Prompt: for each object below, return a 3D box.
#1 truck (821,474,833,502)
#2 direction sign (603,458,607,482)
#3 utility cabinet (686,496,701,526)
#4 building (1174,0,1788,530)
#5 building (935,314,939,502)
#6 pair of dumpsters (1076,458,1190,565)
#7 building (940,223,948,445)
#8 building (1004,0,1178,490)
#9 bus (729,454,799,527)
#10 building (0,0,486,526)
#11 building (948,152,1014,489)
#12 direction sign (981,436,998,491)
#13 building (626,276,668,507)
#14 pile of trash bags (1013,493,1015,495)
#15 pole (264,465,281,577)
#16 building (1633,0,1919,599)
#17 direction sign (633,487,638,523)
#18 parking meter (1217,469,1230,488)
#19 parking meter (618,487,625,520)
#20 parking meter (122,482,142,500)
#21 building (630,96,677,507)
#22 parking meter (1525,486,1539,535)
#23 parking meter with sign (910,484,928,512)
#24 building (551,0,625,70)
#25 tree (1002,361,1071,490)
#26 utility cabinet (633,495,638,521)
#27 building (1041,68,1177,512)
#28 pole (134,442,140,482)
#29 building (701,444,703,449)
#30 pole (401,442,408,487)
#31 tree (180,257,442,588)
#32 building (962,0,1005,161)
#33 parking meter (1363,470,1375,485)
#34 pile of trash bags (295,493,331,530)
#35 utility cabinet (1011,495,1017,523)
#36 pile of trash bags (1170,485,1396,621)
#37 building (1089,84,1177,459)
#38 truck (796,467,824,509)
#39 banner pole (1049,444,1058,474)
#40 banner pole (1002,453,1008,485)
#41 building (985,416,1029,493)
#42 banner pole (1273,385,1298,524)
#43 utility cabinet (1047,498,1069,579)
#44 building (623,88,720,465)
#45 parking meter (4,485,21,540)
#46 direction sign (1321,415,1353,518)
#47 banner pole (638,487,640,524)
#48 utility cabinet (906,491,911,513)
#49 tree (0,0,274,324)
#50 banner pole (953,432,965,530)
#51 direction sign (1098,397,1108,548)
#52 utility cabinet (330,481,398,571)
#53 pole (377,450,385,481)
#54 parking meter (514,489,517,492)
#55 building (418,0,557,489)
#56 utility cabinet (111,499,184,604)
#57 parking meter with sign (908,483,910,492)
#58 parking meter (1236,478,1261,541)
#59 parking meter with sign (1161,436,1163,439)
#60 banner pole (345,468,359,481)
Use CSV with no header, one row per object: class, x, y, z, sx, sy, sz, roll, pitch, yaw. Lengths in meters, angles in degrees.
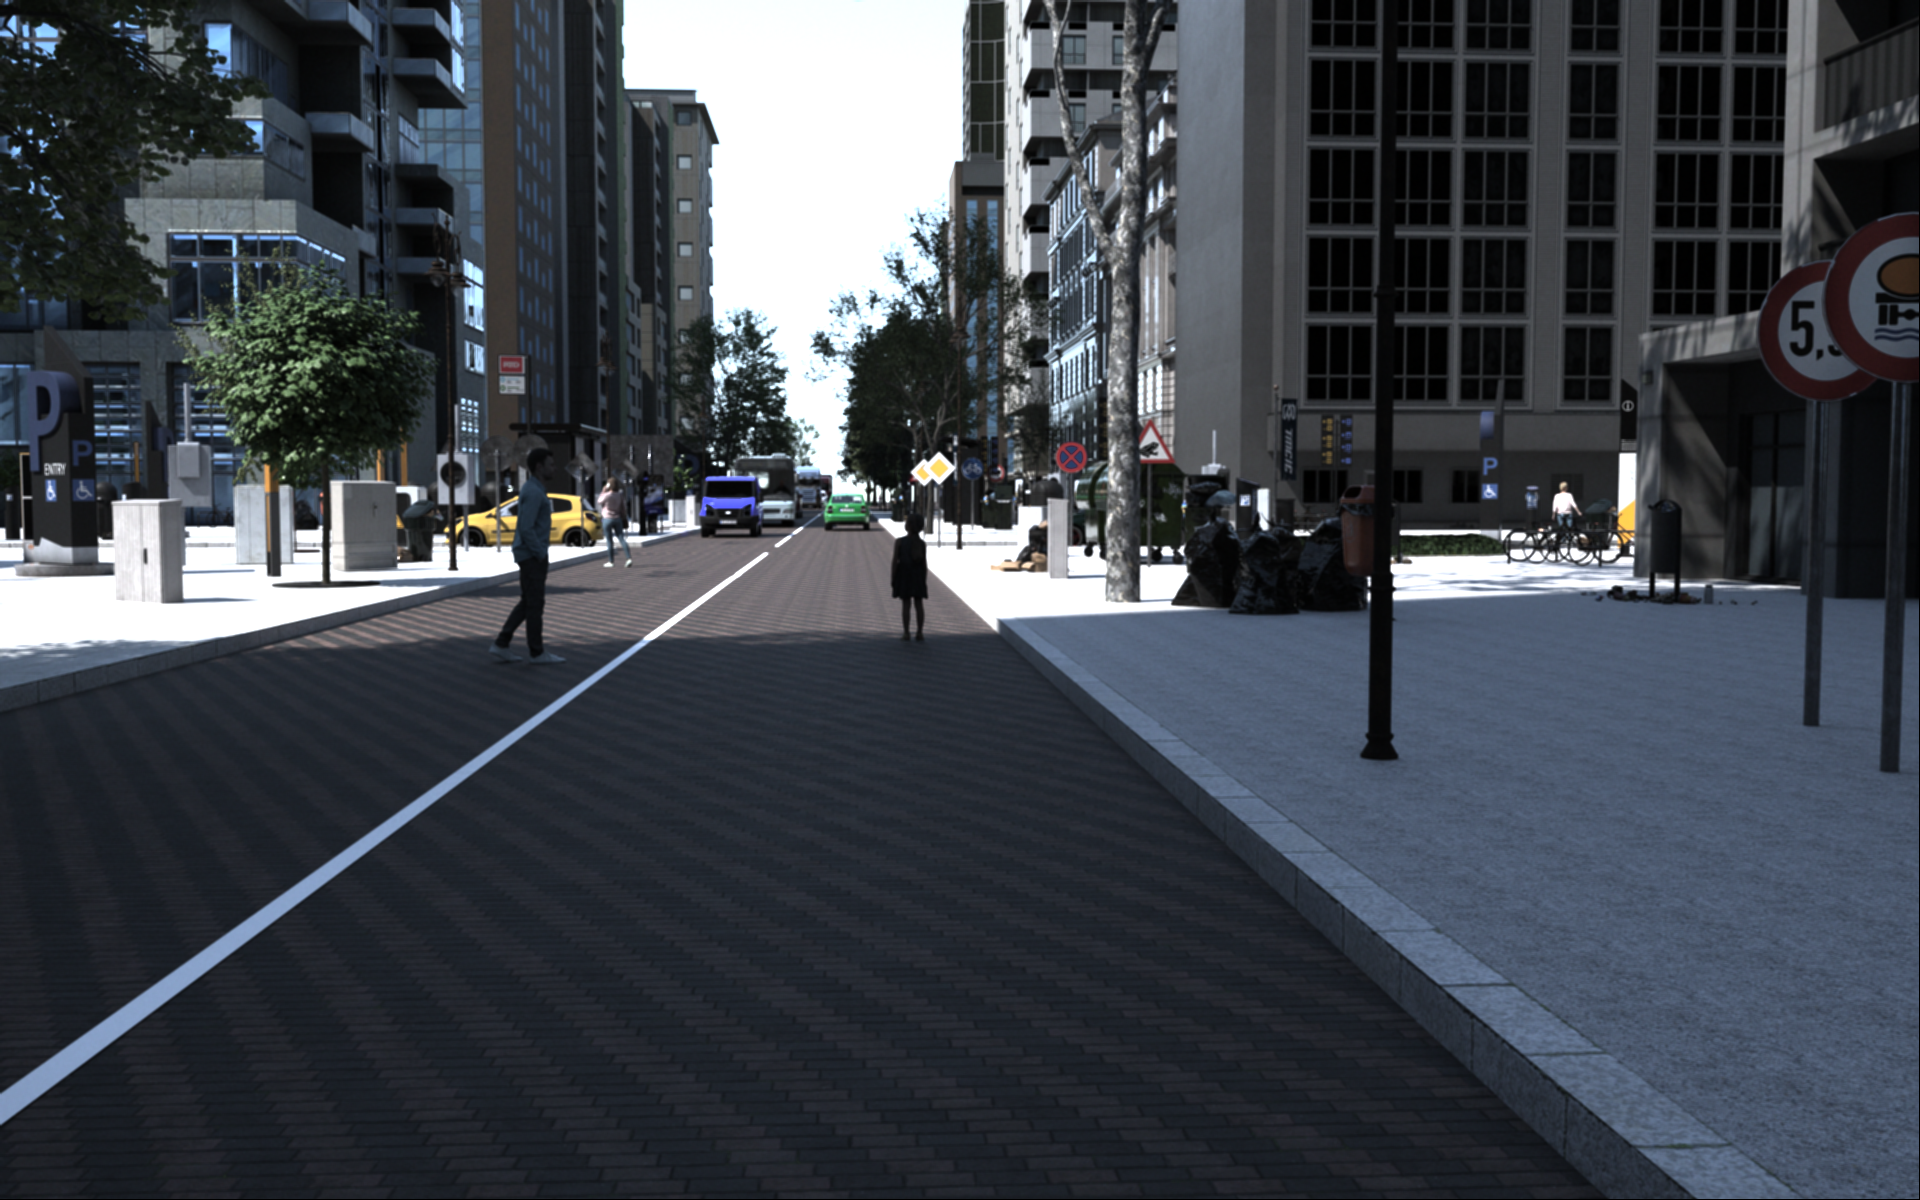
truck,-19.643,-15.866,248.315,2.839,4.237,11.283,0,4,-2
direction sign,-22.239,-7.194,109.626,0.379,3.537,0.876,3,5,41
utility cabinet,-10.755,-3.588,69.818,0.306,1.237,1.020,-2,4,-29
building,21.429,-16.719,66.857,24.014,27.812,14.314,0,4,-4
building,2.822,-30.892,276.779,14.160,30.474,14.107,0,4,-4
pair of dumpsters,3.281,-1.878,33.204,1.574,2.255,4.437,0,4,-4
building,3.917,-35.396,262.322,14.154,41.232,14.086,0,4,-4
building,18.386,-34.380,151.359,28.713,52.752,27.495,0,4,-4
bus,-8.784,-5.146,78.996,2.948,3.499,13.247,0,4,-5
building,-35.496,-47.014,81.345,22.319,86.520,31.000,0,4,-4
building,5.781,-35.311,227.437,14.600,45.320,14.200,0,4,-4
direction sign,1.149,-4.647,67.981,0.876,3.537,0.379,-3,5,-40
building,-41.013,-18.720,151.103,27.650,21.520,28.899,0,4,-4
pile of trash bags,2.358,-6.858,121.886,3.447,1.369,1.912,0,4,3
pole,-10.657,-2.016,26.805,0.158,3.312,0.155,0,3,0
building,21.231,-35.272,14.944,20.563,71.187,20.611,0,4,-4
direction sign,-14.564,-5.228,77.481,0.379,3.537,0.876,3,5,43
parking meter,6.000,-2.067,39.512,0.255,1.863,0.399,1,4,15
parking meter,-15.676,-4.564,80.329,0.399,1.863,0.255,1,4,18
parking meter,-17.805,-1.765,37.271,0.372,1.533,0.369,0,3,0
building,-36.112,-29.901,172.480,14.154,41.232,14.086,0,4,-4
parking meter,17.865,-2.794,54.094,0.372,1.533,0.369,0,3,0
parking meter with sign,-2.067,-6.850,108.262,1.738,3.016,0.543,1,4,10
building,-32.788,-27.246,129.069,14.154,41.232,14.086,0,4,-4
tree,4.143,-8.956,96.799,4.360,8.622,3.978,0,3,0
utility cabinet,-15.460,-4.365,82.525,0.306,1.237,1.020,-1,4,-18
building,12.798,-19.267,112.283,12.463,27.353,25.104,0,4,-4
pole,-32.223,-4.525,67.829,0.158,3.312,0.155,0,3,0
building,-50.448,-34.465,255.386,32.217,40.220,23.993,0,4,-4
pole,-15.154,-3.266,47.249,0.158,3.312,0.155,0,3,0
tree,-8.963,-2.472,24.132,4.285,4.588,4.351,0,3,0
building,8.945,-49.297,244.260,20.563,71.187,20.611,0,4,-4
parking meter,9.894,-2.205,41.768,0.255,1.863,0.399,0,4,-4
pile of trash bags,-23.196,-3.249,62.874,1.912,1.369,3.447,-1,4,-14
utility cabinet,2.597,-4.057,77.500,1.020,1.237,0.306,-2,4,-23
pile of trash bags,3.717,-0.558,18.883,1.912,1.369,3.447,-1,4,-17
building,14.805,-15.058,87.993,13.314,21.916,24.055,0,4,-4
truck,-15.266,-11.356,175.431,2.967,4.110,18.799,0,4,-4
banner pole,4.701,-5.942,87.167,0.401,3.779,0.863,3,5,43
banner pole,2.748,-7.123,106.477,0.401,3.779,0.863,2,4,27
building,18.343,-29.725,177.886,32.217,40.220,23.993,0,4,-4
banner pole,7.445,-3.051,39.896,0.863,3.779,0.401,-2,4,-29
utility cabinet,1.509,-0.942,26.561,0.306,1.237,1.020,0,4,1
building,-46.875,-39.149,229.319,28.713,52.752,27.495,0,4,-4
parking meter,-26.752,-2.475,48.885,0.372,1.533,0.369,0,3,0
direction sign,10.760,-3.519,49.539,0.876,3.537,0.379,0,4,4
banner pole,-13.452,-5.115,73.646,0.863,3.779,0.401,-3,4,-38
utility cabinet,-3.369,-6.095,108.330,0.318,1.500,1.173,1,4,13
tree,-8.363,-5.642,10.378,7.486,12.596,7.792,0,3,0
banner pole,-0.098,-4.389,61.778,0.401,3.779,0.863,-1,4,-22
direction sign,3.544,-2.979,40.705,0.876,3.537,0.379,-3,5,-42
utility cabinet,-9.949,-1.241,28.964,0.318,1.500,1.173,2,4,27
pole,-16.556,-3.406,49.532,0.158,3.312,0.155,0,3,0
parking meter,-22.283,-4.830,87.384,0.372,1.533,0.369,0,3,0
building,-34.786,-28.327,113.254,14.600,45.320,14.200,0,4,-4
utility cabinet,-9.649,-0.575,20.561,1.020,1.237,0.306,2,4,34
parking meter with sign,-3.769,-7.811,123.964,1.738,3.016,0.543,0,4,4
parking meter,4.424,-1.113,26.614,0.372,1.533,0.369,0,3,0
parking meter with sign,5.155,-3.385,51.604,1.738,3.016,0.543,-2,4,-29
banner pole,-23.238,-4.654,66.114,0.401,3.779,0.863,2,4,28
